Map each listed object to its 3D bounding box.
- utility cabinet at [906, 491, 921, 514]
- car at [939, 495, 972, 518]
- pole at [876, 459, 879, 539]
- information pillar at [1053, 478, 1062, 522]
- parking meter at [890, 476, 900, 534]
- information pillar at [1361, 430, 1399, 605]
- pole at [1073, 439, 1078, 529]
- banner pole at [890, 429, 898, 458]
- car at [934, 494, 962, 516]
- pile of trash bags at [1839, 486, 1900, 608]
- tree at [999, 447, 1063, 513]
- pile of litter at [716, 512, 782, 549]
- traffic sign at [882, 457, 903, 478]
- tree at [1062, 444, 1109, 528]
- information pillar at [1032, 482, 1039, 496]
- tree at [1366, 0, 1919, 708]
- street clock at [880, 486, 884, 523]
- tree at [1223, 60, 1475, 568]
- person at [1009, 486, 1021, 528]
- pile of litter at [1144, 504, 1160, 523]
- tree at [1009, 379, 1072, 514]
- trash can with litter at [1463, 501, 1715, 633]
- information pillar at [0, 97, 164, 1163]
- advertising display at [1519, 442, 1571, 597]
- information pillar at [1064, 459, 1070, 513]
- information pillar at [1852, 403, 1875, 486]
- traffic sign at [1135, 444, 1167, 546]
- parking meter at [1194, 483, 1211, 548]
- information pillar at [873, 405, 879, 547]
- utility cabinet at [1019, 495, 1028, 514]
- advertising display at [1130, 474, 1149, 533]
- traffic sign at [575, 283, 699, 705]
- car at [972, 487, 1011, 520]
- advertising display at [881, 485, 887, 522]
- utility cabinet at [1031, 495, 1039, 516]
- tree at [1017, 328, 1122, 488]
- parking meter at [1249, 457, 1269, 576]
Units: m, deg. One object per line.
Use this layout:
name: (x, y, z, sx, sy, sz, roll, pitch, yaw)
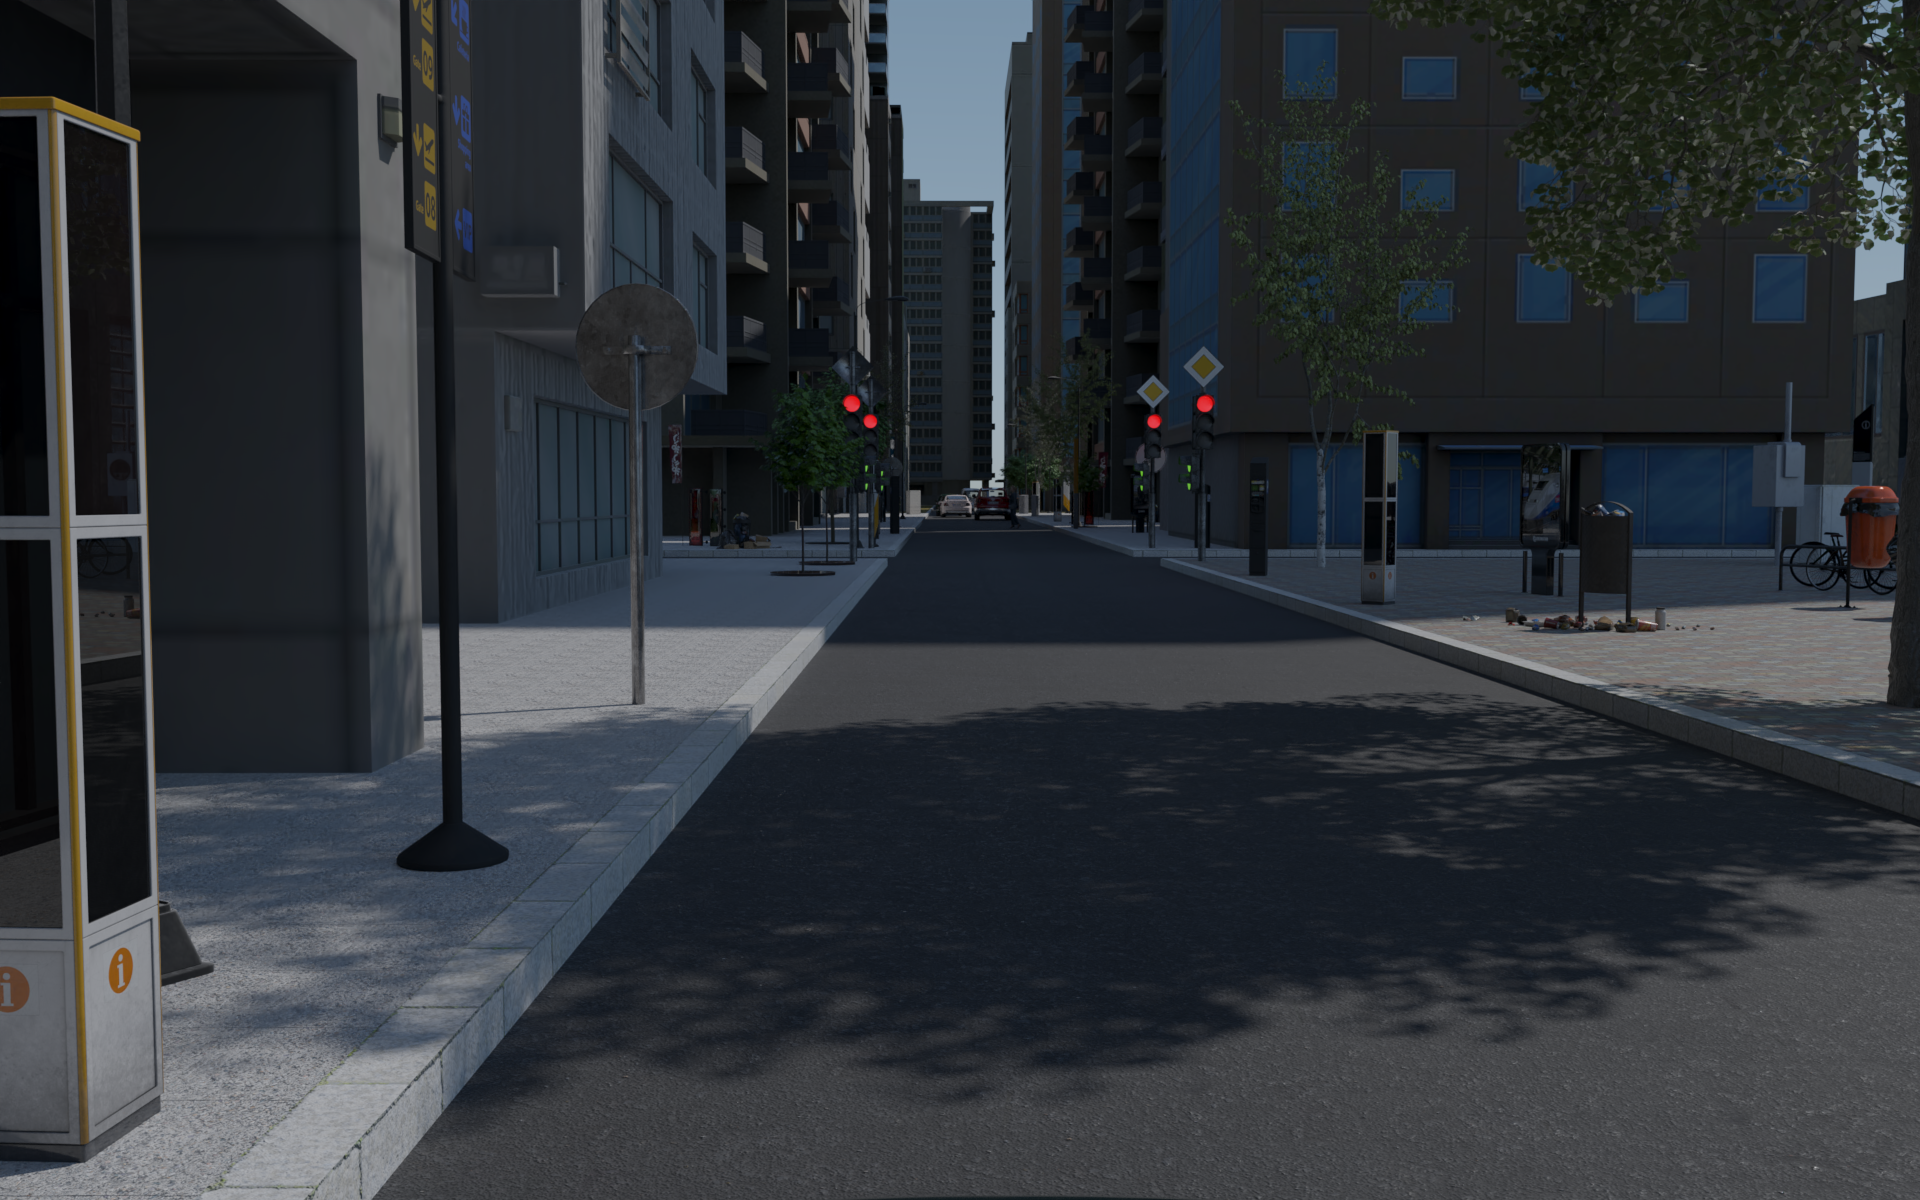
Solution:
utility cabinet: (-2.918, -6.080, 108.090, 0.318, 1.500, 1.173, 2, 4, 32)
car: (-0.255, -5.790, 107.033, 2.083, 1.381, 4.827, 0, 4, -2)
pole: (-2.414, -3.384, 49.177, 0.158, 3.312, 0.155, 0, 3, 0)
information pillar: (4.552, -4.663, 80.728, 0.304, 2.012, 0.304, -1, 4, -20)
parking meter: (-2.110, -3.070, 55.902, 0.255, 1.863, 0.399, -1, 4, -14)
information pillar: (4.874, -0.956, 20.123, 0.304, 2.012, 0.304, 3, 5, 41)
pole: (4.262, -4.275, 63.734, 0.158, 3.312, 0.155, 0, 3, 0)
banner pole: (-2.530, -4.667, 66.317, 0.401, 3.779, 0.863, 1, 4, 18)
car: (-0.696, -6.344, 113.505, 2.009, 1.686, 4.222, 0, 4, 0)
pile of trash bags: (10.581, -0.519, 18.231, 1.912, 1.369, 3.447, -1, 4, -13)
tree: (4.479, -8.573, 123.881, 4.285, 4.588, 4.351, 0, 3, 0)
pile of litter: (-4.972, -1.641, 40.802, 1.719, 0.858, 1.176, -2, 4, -24)
traffic sign: (-2.347, -3.639, 59.601, 0.768, 2.556, 0.104, 0, 4, 0)
tree: (4.798, -4.394, 66.451, 1.663, 3.219, 1.824, 0, 3, 0)
information pillar: (4.577, -6.147, 104.988, 0.304, 2.012, 0.304, 2, 4, 28)
tree: (5.460, -5.635, 10.258, 7.486, 12.596, 7.792, 0, 3, 0)
street clock: (-3.622, -4.500, 78.148, 0.471, 2.002, 0.358, 0, 4, 1)
tree: (6.352, -4.858, 29.785, 4.737, 8.622, 4.395, 0, 3, 0)
person: (2.283, -3.885, 72.445, 0.534, 1.772, 0.576, 0, 4, -4)
pile of litter: (8.791, -3.924, 78.127, 1.719, 0.858, 1.176, 2, 4, 35)
tree: (5.285, -9.853, 111.460, 4.360, 8.622, 3.978, 0, 3, 0)
trash can with litter: (5.978, -0.352, 16.816, 1.678, 1.210, 2.233, -3, 4, -37)
information pillar: (-1.812, 0.066, 3.410, 0.304, 2.012, 0.304, 0, 4, 3)
advertising display: (7.431, -1.029, 22.045, 0.123, 1.923, 0.974, -1, 4, -12)
information pillar: (7.066, -7.545, 114.707, 0.183, 3.616, 0.504, -3, 5, -41)
information pillar: (23.388, -3.274, 44.887, 0.183, 3.616, 0.504, -3, 4, -36)
traffic sign: (4.655, -2.583, 42.340, 0.768, 2.556, 0.104, 0, 4, 1)
parking meter: (5.754, -1.999, 41.092, 0.372, 1.533, 0.369, 0, 3, 0)
information pillar: (-2.079, -3.094, 41.946, 0.183, 3.616, 0.504, 1, 4, 11)
utility cabinet: (4.146, -6.227, 112.968, 0.306, 1.237, 1.020, -1, 4, -18)
advertising display: (5.965, -3.187, 57.315, 0.123, 1.923, 0.974, 3, 5, 40)
traffic sign: (-1.964, -0.636, 10.501, 0.768, 2.556, 0.104, 0, 4, 7)
car: (1.800, -5.353, 96.199, 2.281, 1.827, 5.304, 0, 4, 0)
advertising display: (-3.506, -4.553, 79.649, 0.123, 1.923, 0.974, -1, 4, -11)
utility cabinet: (4.331, -5.418, 99.751, 0.306, 1.237, 1.020, 1, 4, 11)
tree: (4.902, -7.691, 76.113, 4.737, 8.622, 4.395, 0, 3, 0)
parking meter: (4.697, -1.315, 27.213, 0.255, 1.863, 0.399, 1, 4, 17)
